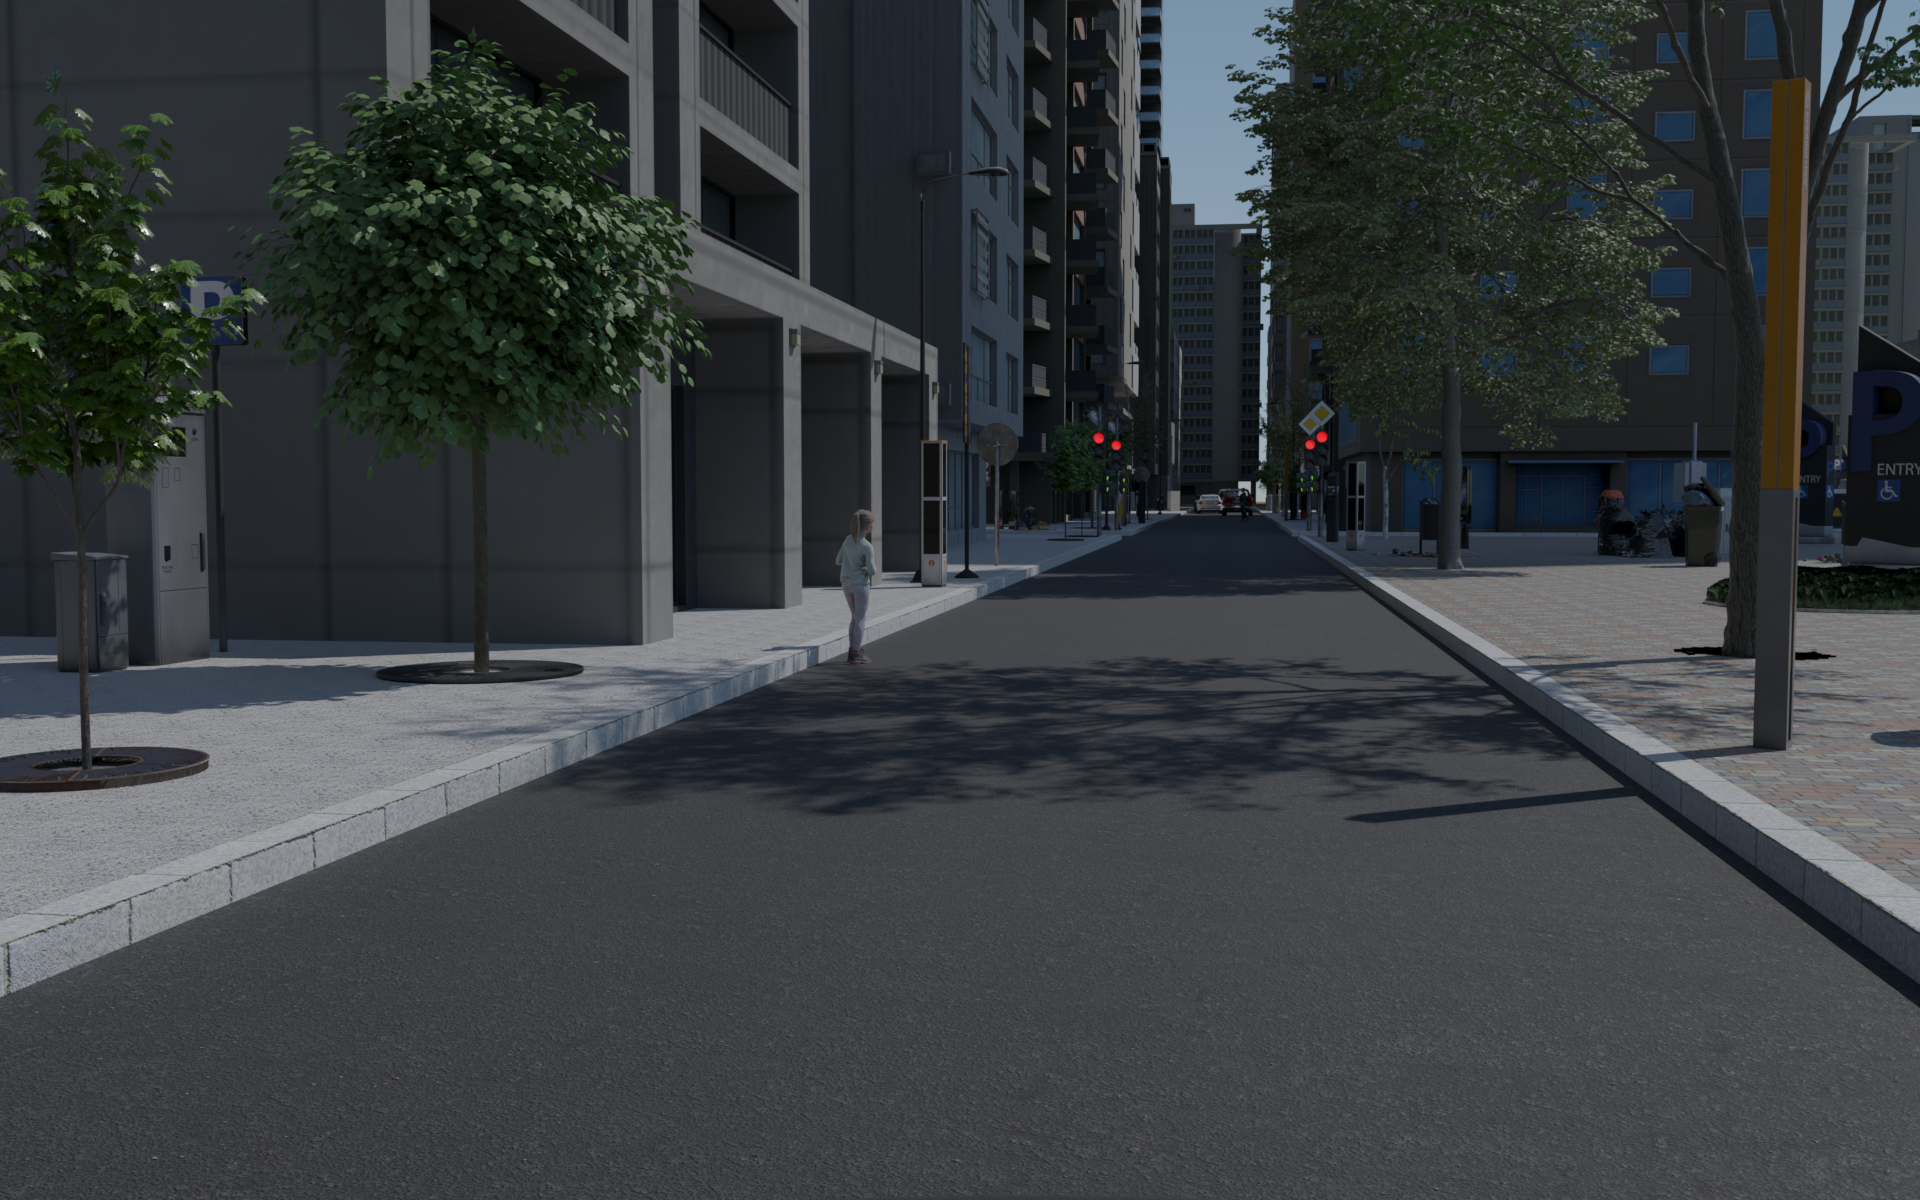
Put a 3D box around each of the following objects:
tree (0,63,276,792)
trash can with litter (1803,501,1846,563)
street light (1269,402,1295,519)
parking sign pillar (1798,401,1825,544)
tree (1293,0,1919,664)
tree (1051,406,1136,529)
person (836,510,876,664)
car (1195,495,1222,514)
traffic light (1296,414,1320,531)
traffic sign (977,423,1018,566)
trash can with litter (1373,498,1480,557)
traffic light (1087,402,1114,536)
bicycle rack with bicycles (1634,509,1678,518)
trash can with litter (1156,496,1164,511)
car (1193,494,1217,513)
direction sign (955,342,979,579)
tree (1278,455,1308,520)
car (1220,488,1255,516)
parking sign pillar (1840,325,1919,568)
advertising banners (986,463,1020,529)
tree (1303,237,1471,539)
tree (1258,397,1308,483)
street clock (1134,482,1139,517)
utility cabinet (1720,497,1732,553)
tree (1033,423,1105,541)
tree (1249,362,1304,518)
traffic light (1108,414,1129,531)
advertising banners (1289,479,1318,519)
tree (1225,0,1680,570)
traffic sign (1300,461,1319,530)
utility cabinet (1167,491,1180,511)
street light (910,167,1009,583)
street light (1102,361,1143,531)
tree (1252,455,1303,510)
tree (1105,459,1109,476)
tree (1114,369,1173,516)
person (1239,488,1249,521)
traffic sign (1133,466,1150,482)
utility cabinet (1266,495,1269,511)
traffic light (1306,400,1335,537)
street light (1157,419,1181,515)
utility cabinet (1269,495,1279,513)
[{"bbox_3d":[-4.076,-0.818,7.974,1.663,3.219,1.824,0,3,0],"label":"tree"},{"bbox_3d":[16.885,-1.332,32.840,1.678,1.210,2.233,1,4,15],"label":"trash can with litter"},{"bbox_3d":[16.226,-7.012,87.193,1.470,5.913,1.316,1,4,9],"label":"street light"},{"bbox_3d":[21.981,-3.457,44.988,1.447,3.967,1.447,-2,4,-35],"label":"parking sign pillar"},{"bbox_3d":[6.358,-5.366,13.492,9.928,11.665,9.643,0,3,0],"label":"tree"},{"bbox_3d":[5.014,-4.959,64.793,4.285,4.588,4.351,0,3,0],"label":"tree"},{"bbox_3d":[-0.858,-0.116,14.671,0.425,1.301,0.394,2,4,27],"label":"person"},{"bbox_3d":[18.148,-6.941,125.845,2.083,1.381,4.827,0,4,8],"label":"car"},{"bbox_3d":[12.060,-4.339,59.869,0.839,4.253,0.868,1,4,9],"label":"traffic light"},{"bbox_3d":[0.657,-1.883,30.891,0.768,2.556,0.104,1,4,16],"label":"traffic sign"},{"bbox_3d":[9.519,-1.515,35.825,1.678,1.210,2.233,-2,4,-27],"label":"trash can with litter"},{"bbox_3d":[4.282,-3.919,52.992,0.839,4.253,0.868,1,4,9],"label":"traffic light"},{"bbox_3d":[16.566,-1.672,40.713,2.852,0.926,2.925,-1,4,-15],"label":"bicycle rack with bicycles"},{"bbox_3d":[15.202,-7.401,132.385,0.624,1.170,1.055,-1,4,-11],"label":"trash can with litter"},{"bbox_3d":[18.775,-7.493,132.302,2.009,1.686,4.222,1,4,10],"label":"car"},{"bbox_3d":[0.105,-2.103,26.374,0.379,3.537,0.876,0,4,6],"label":"direction sign"},{"bbox_3d":[16.496,-5.528,84.984,1.663,3.219,1.824,0,3,0],"label":"tree"},{"bbox_3d":[18.403,-6.492,114.821,2.281,1.827,5.304,1,4,10],"label":"car"},{"bbox_3d":[14.690,-2.369,27.200,1.447,3.967,1.447,-3,4,-38],"label":"parking sign pillar"},{"bbox_3d":[1.457,-4.117,63.507,0.090,3.025,2.074,-3,5,-40],"label":"advertising banners"},{"bbox_3d":[12.050,-6.006,48.555,4.737,8.622,4.395,0,3,0],"label":"tree"},{"bbox_3d":[24.377,-10.945,129.305,4.360,8.622,3.978,0,3,0],"label":"tree"},{"bbox_3d":[10.100,-5.708,97.897,0.471,2.002,0.358,1,4,10],"label":"street clock"},{"bbox_3d":[16.440,-1.623,37.698,1.020,1.237,0.306,-1,4,-20],"label":"utility cabinet"},{"bbox_3d":[2.926,-3.234,47.471,1.663,3.219,1.824,0,3,0],"label":"tree"},{"bbox_3d":[18.209,-8.816,94.496,4.737,8.622,4.395,0,3,0],"label":"tree"},{"bbox_3d":[5.526,-4.401,60.880,0.839,4.253,0.868,1,4,9],"label":"traffic light"},{"bbox_3d":[17.983,-5.767,90.482,0.090,3.025,2.074,-3,4,-36],"label":"advertising banners"},{"bbox_3d":[7.990,-6.808,29.435,7.486,12.596,7.792,0,3,0],"label":"tree"},{"bbox_3d":[12.402,-3.738,61.220,0.768,2.556,0.104,1,4,10],"label":"traffic sign"},{"bbox_3d":[15.696,-7.256,127.322,0.318,1.500,1.173,3,5,42],"label":"utility cabinet"},{"bbox_3d":[-0.006,-3.199,24.840,1.470,5.913,1.316,1,4,9],"label":"street light"},{"bbox_3d":[5.695,-5.395,60.744,1.470,5.913,1.316,1,4,9],"label":"street light"},{"bbox_3d":[25.596,-9.662,141.692,4.285,4.588,4.351,0,3,0],"label":"tree"},{"bbox_3d":[3.694,-3.481,51.513,1.663,3.219,1.824,0,3,0],"label":"tree"},{"bbox_3d":[10.613,-9.352,103.271,4.360,8.622,3.978,0,3,0],"label":"tree"},{"bbox_3d":[14.988,-5.039,91.308,0.534,1.772,0.576,0,4,5],"label":"person"},{"bbox_3d":[8.322,-4.849,79.392,0.768,2.556,0.104,1,4,10],"label":"traffic sign"},{"bbox_3d":[23.463,-7.328,130.982,0.306,1.237,1.020,-1,4,-9],"label":"utility cabinet"},{"bbox_3d":[10.815,-3.857,51.981,0.839,4.253,0.868,1,4,9],"label":"traffic light"},{"bbox_3d":[12.967,-8.251,107.437,1.470,5.913,1.316,1,4,9],"label":"street light"},{"bbox_3d":[21.480,-6.529,117.912,0.306,1.237,1.020,1,4,20],"label":"utility cabinet"}]
